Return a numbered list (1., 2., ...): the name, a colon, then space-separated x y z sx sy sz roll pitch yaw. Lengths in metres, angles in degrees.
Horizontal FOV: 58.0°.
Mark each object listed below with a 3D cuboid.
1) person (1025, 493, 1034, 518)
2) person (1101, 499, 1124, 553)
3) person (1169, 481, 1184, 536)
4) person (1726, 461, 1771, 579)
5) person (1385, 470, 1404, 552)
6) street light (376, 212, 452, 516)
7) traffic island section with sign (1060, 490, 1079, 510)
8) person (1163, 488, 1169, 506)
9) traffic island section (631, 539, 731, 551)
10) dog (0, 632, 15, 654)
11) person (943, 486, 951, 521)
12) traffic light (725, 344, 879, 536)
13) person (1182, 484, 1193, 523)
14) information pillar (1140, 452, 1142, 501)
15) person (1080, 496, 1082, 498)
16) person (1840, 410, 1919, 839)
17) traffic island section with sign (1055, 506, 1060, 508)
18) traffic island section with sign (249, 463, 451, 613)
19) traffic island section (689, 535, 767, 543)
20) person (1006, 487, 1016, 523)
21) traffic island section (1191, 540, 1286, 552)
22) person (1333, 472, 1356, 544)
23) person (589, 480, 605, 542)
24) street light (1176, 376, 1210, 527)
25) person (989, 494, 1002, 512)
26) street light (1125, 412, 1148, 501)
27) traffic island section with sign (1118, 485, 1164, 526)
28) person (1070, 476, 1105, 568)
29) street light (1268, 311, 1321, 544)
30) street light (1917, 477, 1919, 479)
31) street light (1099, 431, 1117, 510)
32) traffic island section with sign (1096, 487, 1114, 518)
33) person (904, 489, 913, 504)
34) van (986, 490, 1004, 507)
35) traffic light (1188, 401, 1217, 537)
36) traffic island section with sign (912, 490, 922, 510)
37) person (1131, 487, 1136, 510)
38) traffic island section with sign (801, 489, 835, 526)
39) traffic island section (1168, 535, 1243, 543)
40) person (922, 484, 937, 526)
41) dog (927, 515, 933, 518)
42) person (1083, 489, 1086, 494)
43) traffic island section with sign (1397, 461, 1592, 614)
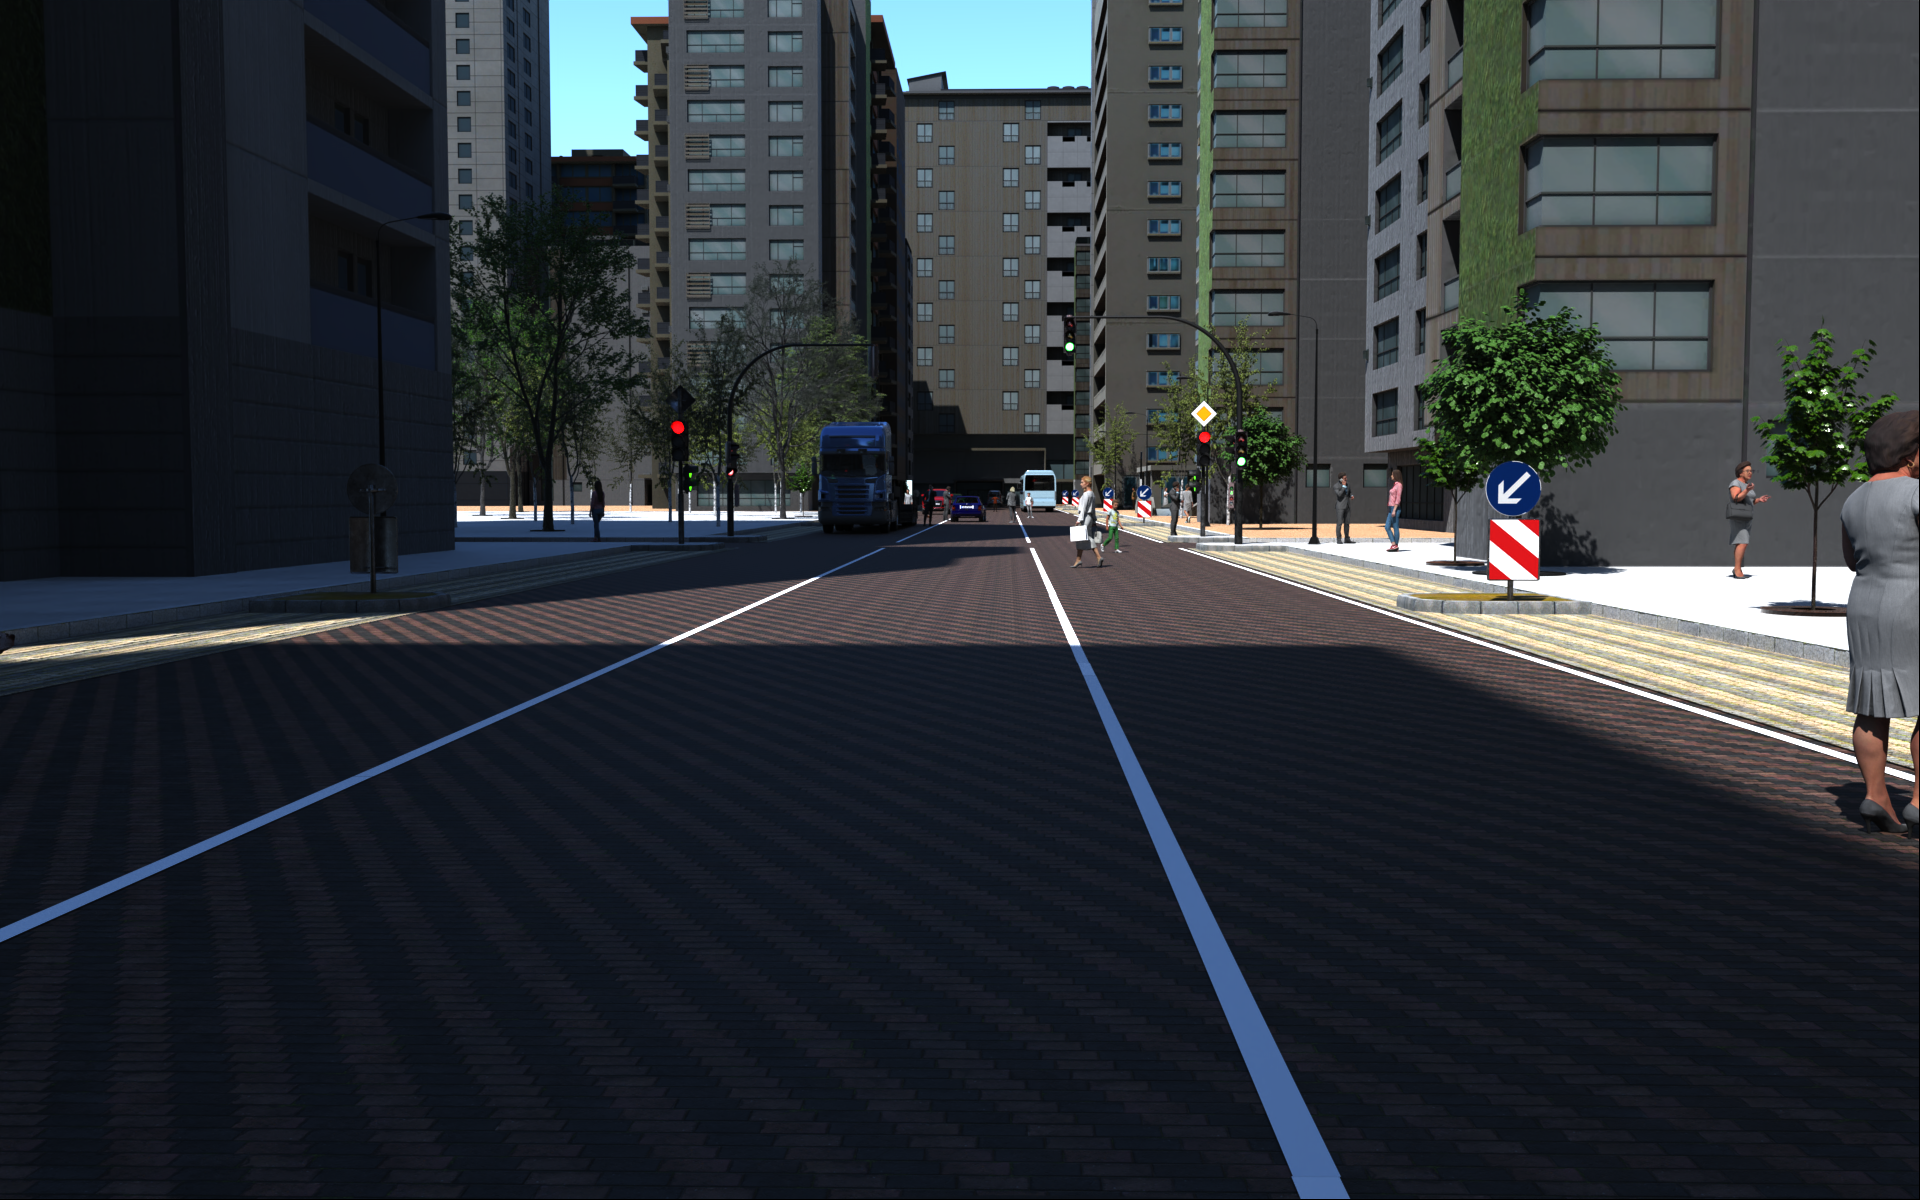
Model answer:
1. person: 4.192 -5.670 103.805 0.503 1.515 0.523 -1 4 -17
2. person: 3.712 -1.807 42.298 0.590 1.304 0.306 3 4 38
3. person: 7.178 -2.999 57.341 0.447 1.846 0.655 1 4 20
4. person: 11.882 -1.212 26.219 0.716 1.782 0.532 -3 5 -39
5. person: 9.642 -1.983 38.480 0.388 1.821 0.555 0 4 -6
6. street light: -9.075 -3.436 28.728 1.470 5.913 1.316 0 4 2
7. traffic island section with sign: 10.142 -8.917 154.420 1.989 1.847 2.006 0 4 2
8. person: 15.048 -7.298 125.939 0.524 1.755 0.480 2 4 34
9. traffic island section: -7.207 -1.370 44.675 2.009 0.180 2.903 0 4 2
10. dog: -4.996 0.527 8.218 0.800 0.831 0.513 0 4 -5
11. person: -0.677 -5.203 93.376 0.447 1.846 0.655 -2 4 -24
12. traffic light: -4.856 -4.760 52.500 4.771 5.953 1.251 0 4 2
13. person: 10.098 -4.274 76.671 0.466 1.731 0.760 -1 4 -16
14. information pillar: 9.984 -6.368 95.474 0.183 3.616 0.504 0 4 8
15. person: 7.428 -5.698 105.902 0.306 1.304 0.590 1 4 9
16. person: 4.047 0.101 7.207 0.532 1.782 0.716 -1 4 -16
17. traffic island section with sign: 10.886 -10.566 181.376 1.989 1.847 2.006 0 4 2
18. traffic island section with sign: -7.516 -0.798 21.673 1.989 1.847 2.006 0 4 2
19. traffic island section: -6.989 -1.858 52.657 2.009 0.180 2.903 0 4 2
20. person: 2.561 -4.769 86.651 0.537 1.800 0.526 -1 4 -10
21. traffic island section: 7.129 -1.346 44.280 2.009 0.180 2.903 0 4 2
22. person: 9.956 -2.376 44.690 0.655 1.846 0.447 -2 4 -34
23. person: -10.371 -2.511 49.560 0.388 1.821 0.555 2 4 27
24. street light: 9.225 -5.864 68.416 1.470 5.913 1.316 0 4 2
25. person: 2.868 -7.887 140.711 1.065 1.426 0.557 0 4 1
26. street light: 10.013 -7.662 97.823 1.470 5.913 1.316 0 4 2
27. traffic island section with sign: 8.034 -4.189 77.116 1.989 1.847 2.006 0 4 2
28. person: 2.472 -1.510 33.536 0.624 1.780 0.694 3 4 36
29. street light: 8.516 -4.378 44.115 1.470 5.913 1.316 0 4 2
30. street light: 7.678 -2.579 14.711 1.470 5.913 1.316 0 4 2
31. street light: 10.868 -9.461 127.227 1.470 5.913 1.316 0 4 2
32. traffic island section with sign: 8.765 -5.837 104.061 1.989 1.847 2.006 0 4 2
33. person: -3.151 -5.819 104.386 0.466 1.731 0.760 -3 5 -40
34. van: 3.973 -11.582 196.372 2.013 2.044 4.112 0 4 3
35. traffic light: 7.307 -3.867 52.149 0.839 4.253 0.868 0 4 2
36. traffic island section with sign: -3.865 -8.949 154.947 1.989 1.847 2.006 0 4 2
37. person: 13.657 -7.966 136.380 0.705 1.812 1.348 0 4 3
38. traffic island section with sign: -5.996 -4.197 77.243 1.989 1.847 2.006 0 4 2
39. traffic island section: 7.347 -1.834 52.262 2.009 0.180 2.903 0 4 2
40. person: -1.355 -4.279 77.818 0.648 1.900 0.474 -1 4 -12
41. dog: -1.921 -5.167 104.671 0.748 0.427 0.550 -2 4 -25
42. person: 7.723 -6.016 107.214 0.624 1.780 0.694 2 4 24
43. traffic island section with sign: 6.511 -0.783 21.430 1.989 1.847 2.006 0 4 2
